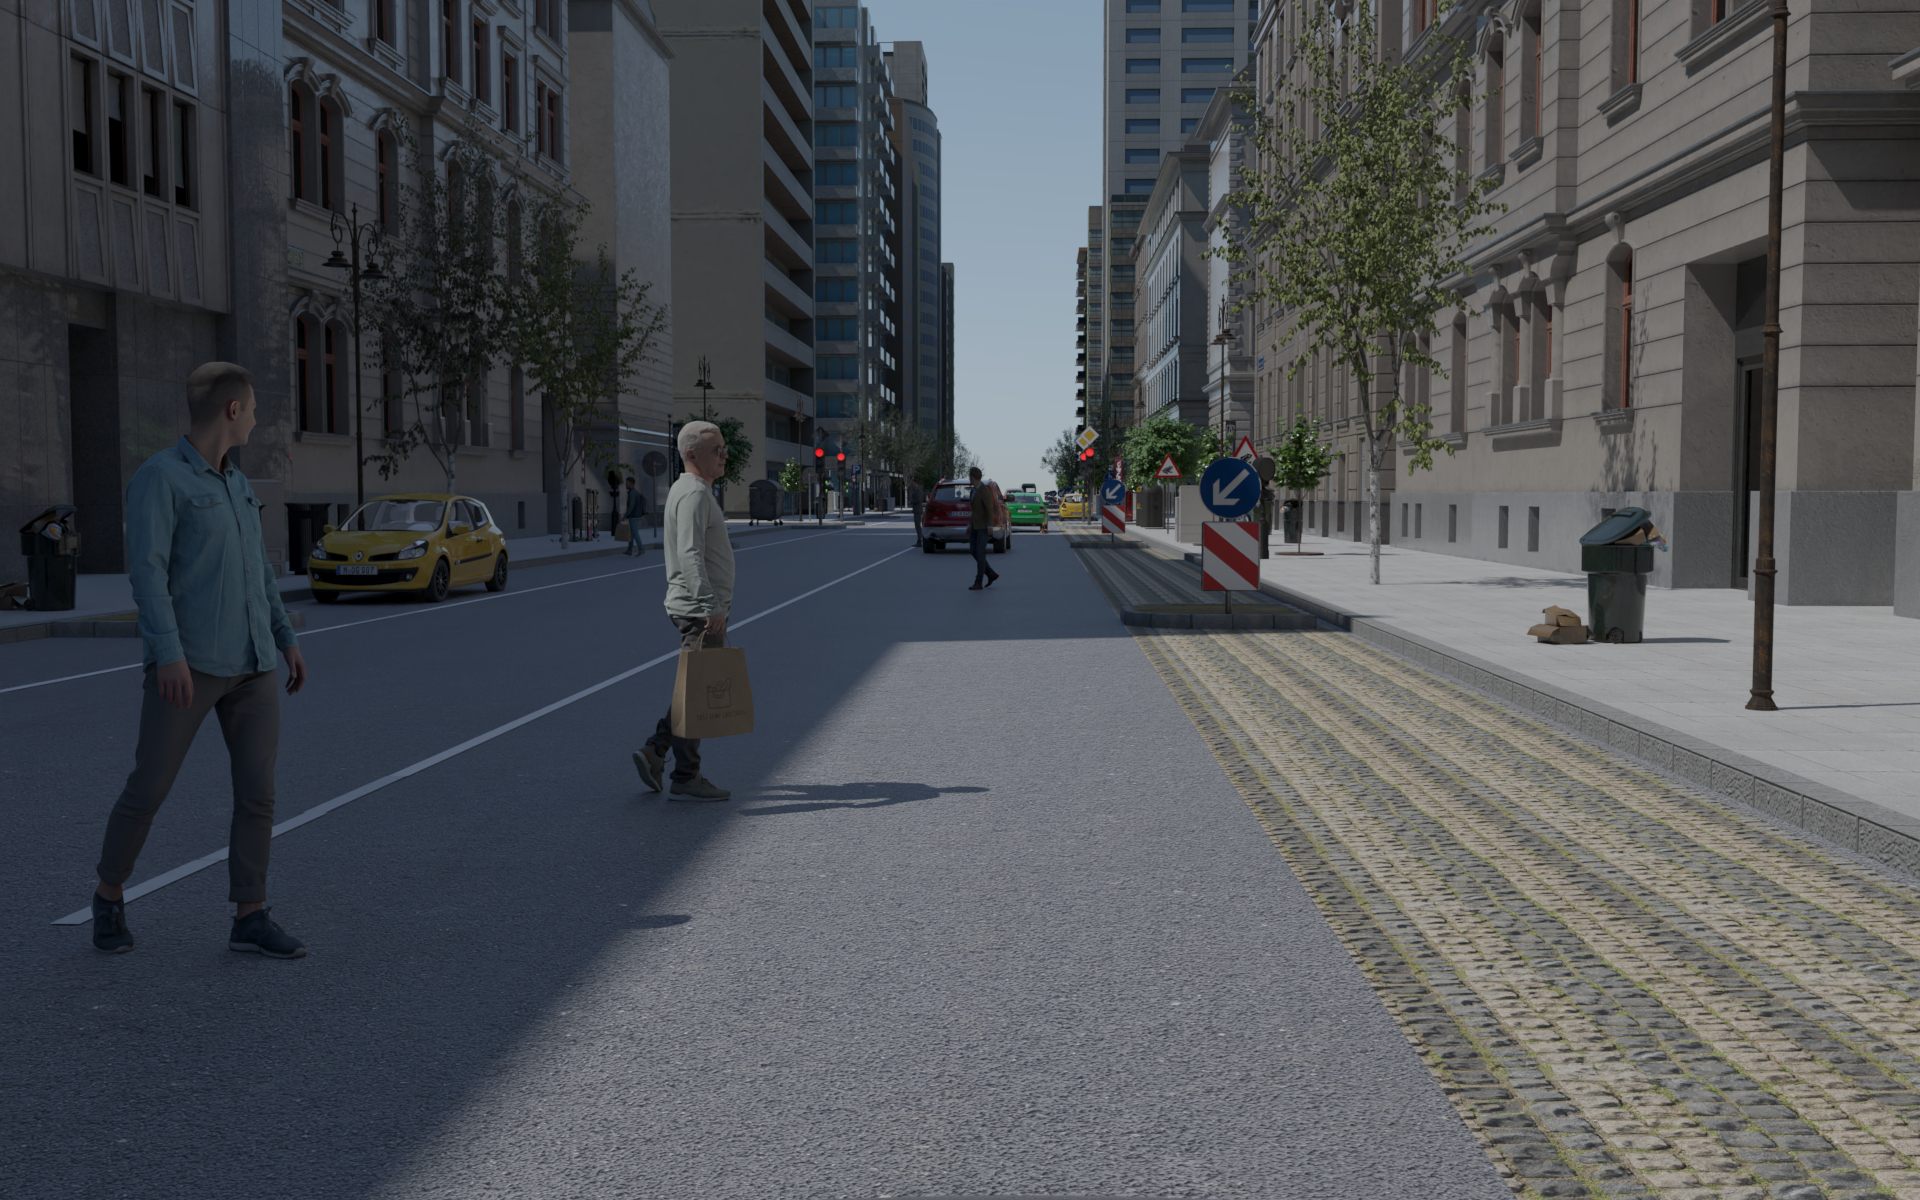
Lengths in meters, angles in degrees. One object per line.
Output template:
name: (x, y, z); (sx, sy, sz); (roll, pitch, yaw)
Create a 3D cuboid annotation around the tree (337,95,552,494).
tree: (-9.634, -5.023, 32.485); (4.360, 8.622, 3.978); (0, 3, 0)

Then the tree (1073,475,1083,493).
tree: (10.817, -9.583, 151.282); (1.663, 3.219, 1.824); (0, 3, 0)

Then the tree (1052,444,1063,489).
tree: (12.640, -14.978, 195.248); (4.360, 8.622, 3.978); (0, 3, 0)

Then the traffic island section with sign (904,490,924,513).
traffic island section with sign: (-3.347, -7.395, 129.528); (1.989, 1.847, 2.006); (0, 4, 2)

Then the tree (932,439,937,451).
tree: (-4.439, -12.132, 148.727); (4.360, 8.622, 3.978); (0, 3, 0)

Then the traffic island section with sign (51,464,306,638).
traffic island section with sign: (-8.071, -0.587, 18.219); (1.989, 1.847, 2.006); (0, 4, 2)

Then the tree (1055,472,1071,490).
tree: (14.302, -13.831, 209.843); (4.285, 4.588, 4.351); (0, 3, 0)

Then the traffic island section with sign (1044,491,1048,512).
traffic island section with sign: (7.461, -7.360, 128.965); (1.989, 1.847, 2.006); (0, 4, 2)

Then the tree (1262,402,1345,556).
tree: (7.128, -2.561, 36.476); (1.663, 3.219, 1.824); (0, 3, 0)

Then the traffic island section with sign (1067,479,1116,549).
traffic island section with sign: (3.940, -2.293, 46.117); (1.989, 1.847, 2.006); (0, 4, 2)

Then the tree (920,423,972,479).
tree: (-2.376, -17.915, 227.315); (8.767, 10.594, 7.601); (1, 4, 9)

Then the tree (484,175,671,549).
tree: (-9.112, -5.491, 40.148); (4.737, 8.622, 4.395); (0, 3, 0)

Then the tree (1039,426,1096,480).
tree: (14.775, -18.495, 236.806); (8.767, 10.594, 7.601); (1, 4, 15)

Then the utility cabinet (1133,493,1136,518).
utility cabinet: (9.207, -5.059, 91.400); (0.318, 1.500, 1.173); (-1, 4, -15)

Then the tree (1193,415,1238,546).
tree: (6.228, -2.948, 42.793); (1.663, 3.219, 1.824); (0, 3, 0)

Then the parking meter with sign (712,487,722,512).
parking meter with sign: (-10.235, -4.466, 69.281); (0.543, 3.016, 1.738); (3, 5, 44)

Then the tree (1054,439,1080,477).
tree: (14.099, -16.496, 220.077); (4.737, 8.622, 4.395); (0, 3, 0)

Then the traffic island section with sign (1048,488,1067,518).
traffic island section with sign: (6.321, -5.713, 102.034); (1.989, 1.847, 2.006); (0, 4, 2)

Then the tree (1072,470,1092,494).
tree: (10.778, -8.916, 129.485); (4.285, 4.588, 4.351); (0, 3, 0)

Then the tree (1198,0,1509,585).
tree: (5.702, -4.514, 24.170); (4.737, 8.622, 4.395); (0, 3, 0)

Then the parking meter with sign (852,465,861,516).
parking meter with sign: (-6.182, -6.592, 104.047); (0.543, 3.016, 1.738); (0, 3, 0)

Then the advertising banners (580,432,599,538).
advertising banners: (-10.604, -3.262, 49.518); (0.090, 3.025, 2.074); (0, 4, 1)

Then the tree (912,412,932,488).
tree: (-5.319, -11.233, 134.018); (4.360, 8.622, 3.978); (0, 3, 0)

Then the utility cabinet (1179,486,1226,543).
utility cabinet: (6.318, -2.230, 45.146); (1.173, 1.500, 0.318); (0, 4, 1)

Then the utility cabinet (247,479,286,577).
utility cabinet: (-10.720, -1.054, 25.919); (0.318, 1.500, 1.173); (3, 4, 38)

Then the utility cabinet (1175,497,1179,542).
utility cabinet: (5.946, -2.170, 46.637); (0.306, 1.237, 1.020); (0, 4, 4)

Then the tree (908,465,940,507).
tree: (-3.697, -11.785, 176.401); (4.285, 4.588, 4.351); (0, 3, 0)

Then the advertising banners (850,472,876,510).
advertising banners: (-7.837, -8.778, 139.704); (2.074, 3.025, 0.090); (0, 4, 7)

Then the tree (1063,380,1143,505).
tree: (9.358, -9.802, 110.624); (4.360, 8.622, 3.978); (0, 3, 0)

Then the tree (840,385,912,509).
tree: (-6.357, -10.246, 117.884); (4.360, 8.622, 3.978); (0, 3, 0)

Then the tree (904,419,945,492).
tree: (-3.629, -13.388, 169.257); (4.737, 8.622, 4.395); (0, 3, 0)

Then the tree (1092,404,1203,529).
tree: (7.411, -4.875, 63.426); (4.285, 4.588, 4.351); (0, 3, 0)

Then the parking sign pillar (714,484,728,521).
parking sign pillar: (-11.909, -5.808, 83.436); (1.447, 3.967, 1.447); (2, 4, 26)

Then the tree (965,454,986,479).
tree: (2.431, -22.000, 310.066); (4.737, 8.622, 4.395); (0, 3, 0)

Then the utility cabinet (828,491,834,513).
utility cabinet: (-8.662, -6.568, 116.070); (0.318, 1.500, 1.173); (0, 4, 2)

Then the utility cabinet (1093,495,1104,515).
utility cabinet: (8.629, -5.841, 106.663); (0.306, 1.237, 1.020); (0, 4, -7)

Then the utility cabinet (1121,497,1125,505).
utility cabinet: (9.007, -5.110, 94.714); (0.306, 1.237, 1.020); (0, 4, -1)

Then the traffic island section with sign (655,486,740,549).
traffic island section with sign: (-6.894, -2.273, 45.791); (1.989, 1.847, 2.006); (0, 4, 2)

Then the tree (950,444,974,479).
tree: (0.068, -18.675, 255.692); (4.360, 8.622, 3.978); (0, 3, 0)

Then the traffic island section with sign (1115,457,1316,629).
traffic island section with sign: (2.797, -0.646, 19.186); (1.989, 1.847, 2.006); (0, 4, 2)

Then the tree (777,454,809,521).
tree: (-7.876, -5.406, 82.989); (1.663, 3.219, 1.824); (0, 3, 0)

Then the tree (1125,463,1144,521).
tree: (8.359, -5.364, 82.300); (1.663, 3.219, 1.824); (0, 3, 0)

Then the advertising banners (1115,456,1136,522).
advertising banners: (7.832, -5.123, 79.941); (0.090, 3.025, 2.074); (-3, 4, -37)

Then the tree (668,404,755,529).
tree: (-9.109, -4.851, 63.024); (4.285, 4.588, 4.351); (0, 3, 0)

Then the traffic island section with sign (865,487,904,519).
traffic island section with sign: (-4.515, -5.701, 101.843); (1.989, 1.847, 2.006); (0, 4, 2)

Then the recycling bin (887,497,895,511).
recycling bin: (-5.350, -7.267, 131.364); (0.722, 1.027, 0.722); (1, 4, 9)

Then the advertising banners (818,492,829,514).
advertising banners: (-9.455, -7.046, 111.391); (2.074, 3.025, 0.090); (-1, 4, -17)

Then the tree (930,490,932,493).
tree: (-2.831, -12.231, 194.573); (1.663, 3.219, 1.824); (0, 3, 0)

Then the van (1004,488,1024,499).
van: (3.897, -7.177, 124.360); (2.013, 2.044, 4.112); (0, 4, 1)
